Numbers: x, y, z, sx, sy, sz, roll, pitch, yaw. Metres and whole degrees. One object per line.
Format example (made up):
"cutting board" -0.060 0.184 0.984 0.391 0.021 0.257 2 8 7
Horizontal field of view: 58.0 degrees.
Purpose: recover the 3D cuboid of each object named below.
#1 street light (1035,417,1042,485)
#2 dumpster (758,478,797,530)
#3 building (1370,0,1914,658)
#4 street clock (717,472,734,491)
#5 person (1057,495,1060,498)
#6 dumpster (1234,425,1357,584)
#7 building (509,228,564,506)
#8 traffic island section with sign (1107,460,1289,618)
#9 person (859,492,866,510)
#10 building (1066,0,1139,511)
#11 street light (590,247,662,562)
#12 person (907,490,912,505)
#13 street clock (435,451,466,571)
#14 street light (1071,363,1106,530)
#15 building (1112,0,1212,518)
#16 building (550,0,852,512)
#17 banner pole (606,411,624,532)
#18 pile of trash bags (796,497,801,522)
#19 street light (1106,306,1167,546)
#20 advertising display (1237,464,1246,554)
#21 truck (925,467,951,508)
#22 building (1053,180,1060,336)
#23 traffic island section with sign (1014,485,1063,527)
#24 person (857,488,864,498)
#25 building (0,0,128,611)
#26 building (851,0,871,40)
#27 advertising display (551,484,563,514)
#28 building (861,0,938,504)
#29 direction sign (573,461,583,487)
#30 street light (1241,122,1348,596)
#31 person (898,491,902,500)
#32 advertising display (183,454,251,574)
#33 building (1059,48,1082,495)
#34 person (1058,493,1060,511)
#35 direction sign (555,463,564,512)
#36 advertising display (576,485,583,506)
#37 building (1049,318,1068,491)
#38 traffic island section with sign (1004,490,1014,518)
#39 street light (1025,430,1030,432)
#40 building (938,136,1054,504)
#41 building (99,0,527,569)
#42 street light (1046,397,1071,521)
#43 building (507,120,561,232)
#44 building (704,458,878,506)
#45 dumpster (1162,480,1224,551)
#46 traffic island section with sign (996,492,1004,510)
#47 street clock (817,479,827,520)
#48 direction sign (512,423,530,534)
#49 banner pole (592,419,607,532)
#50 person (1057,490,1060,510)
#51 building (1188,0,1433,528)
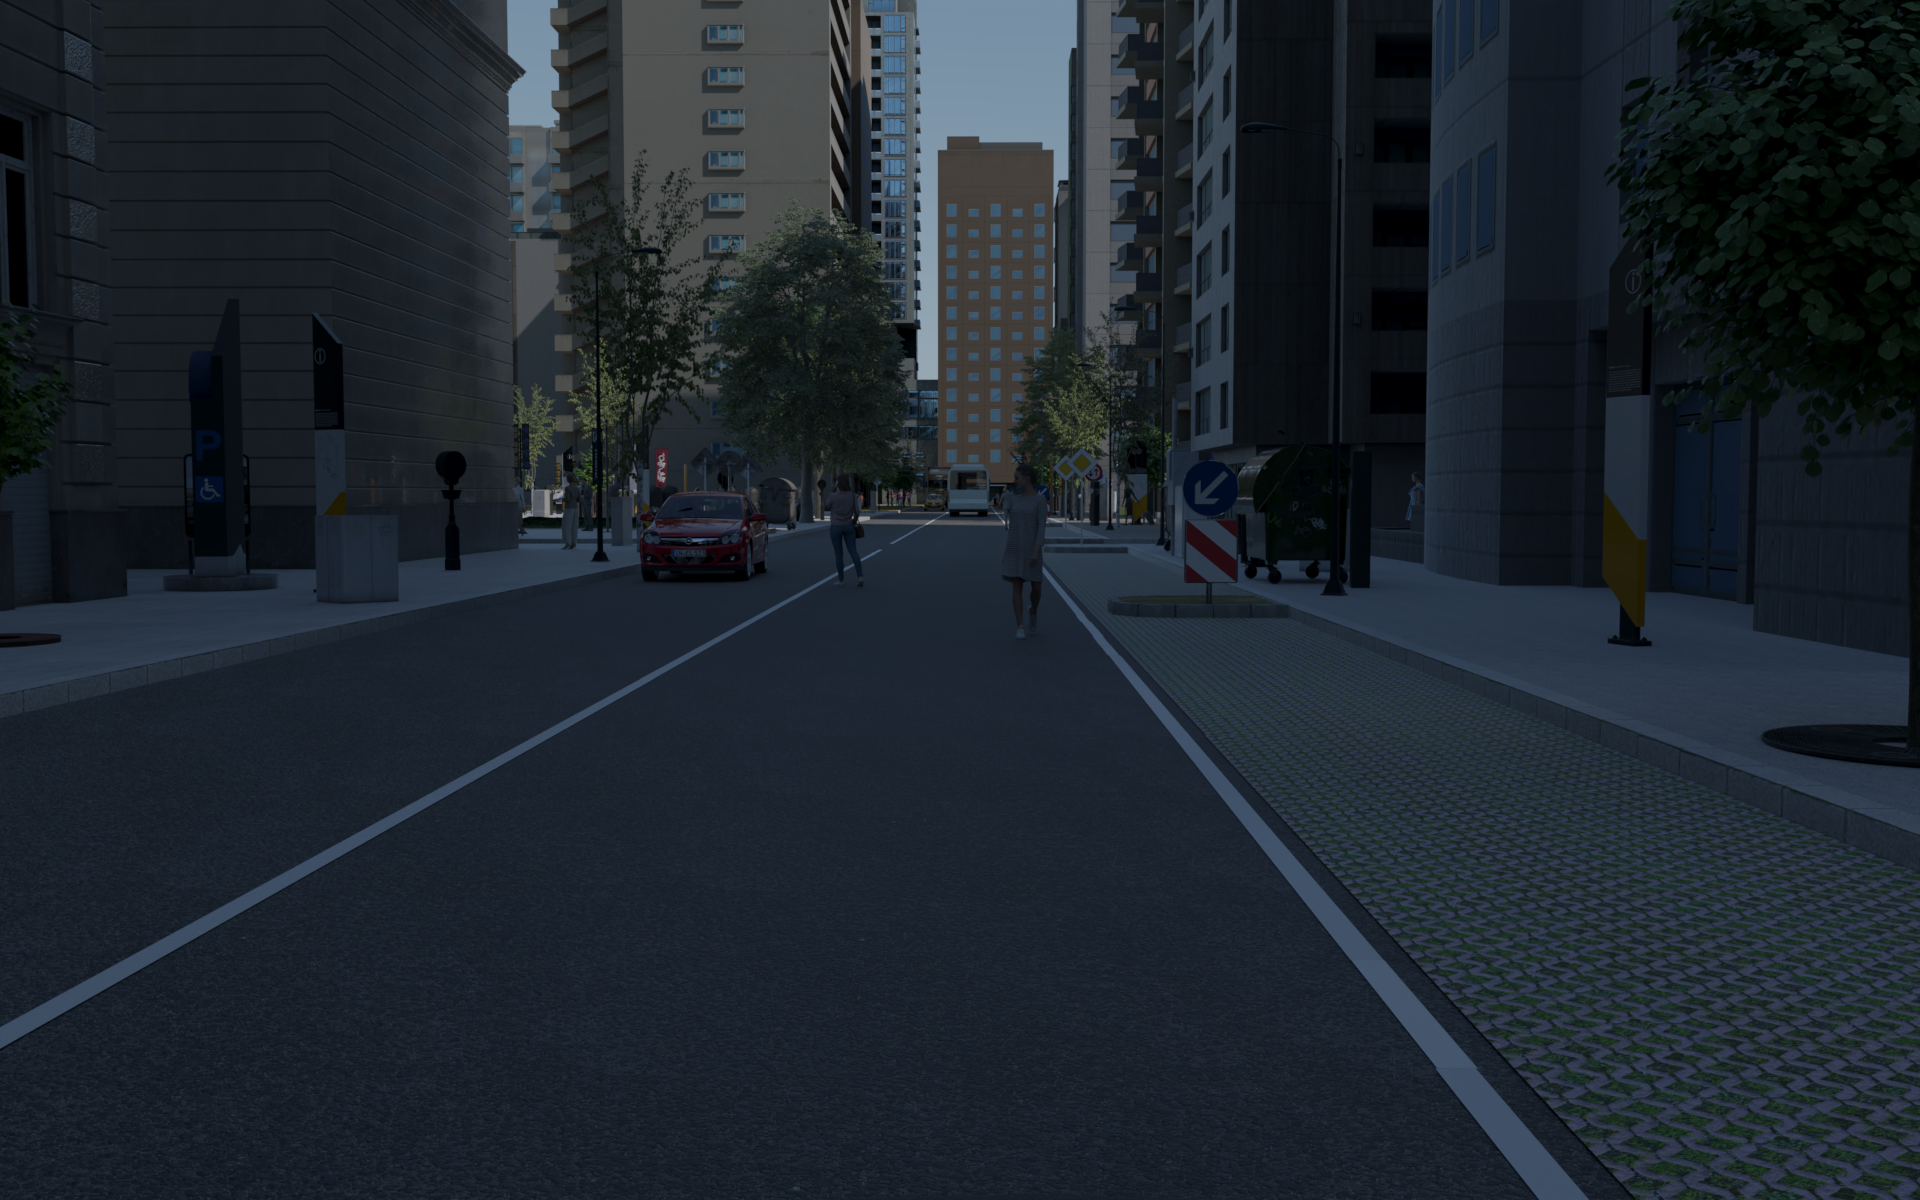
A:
"street light" 5.210 -8.099 104.959 1.470 5.913 1.316 0 4 1
"dumpster" -6.532 -3.432 61.866 1.264 1.857 1.865 0 4 1
"building" 18.051 -29.500 24.323 21.231 58.520 28.212 0 4 1
"street clock" -7.250 -2.997 53.577 0.471 2.002 0.358 2 4 30
"person" 8.060 -7.824 134.671 1.217 1.736 0.721 2 4 31
"dumpster" 4.898 -1.400 25.387 1.502 2.255 1.985 0 4 1
"building" -44.603 -25.716 192.165 14.107 30.474 14.160 0 4 1
"traffic island section with sign" 2.805 -0.747 20.836 1.989 1.847 2.006 0 4 1
"person" -7.865 -7.909 138.614 0.557 1.426 1.065 2 4 26
"building" 19.903 -36.589 140.223 21.231 58.520 28.212 0 4 1
"street light" -6.297 -3.682 32.740 1.470 5.913 1.316 0 4 1
"person" -5.897 -11.655 197.287 0.721 1.739 1.217 3 4 39
"street clock" -8.539 -1.500 29.098 0.358 2.002 0.471 2 4 35
"street light" 4.802 -5.444 61.545 1.470 5.913 1.316 0 4 1
"building" 20.338 -27.127 98.153 22.147 44.769 28.867 0 4 1
"building" -19.966 -31.363 136.488 21.300 48.544 21.600 0 4 1
"banner pole" -10.207 -3.795 52.058 0.401 3.779 0.863 0 4 5
"pile of trash bags" -8.391 -4.400 81.697 1.912 1.369 3.447 -1 4 -22
"street light" 4.491 -4.305 42.922 1.470 5.913 1.316 0 4 1
"advertising display" 6.041 -1.955 37.170 0.123 1.923 0.974 1 4 13
"truck" -2.043 -11.699 180.189 2.839 4.237 11.283 0 4 0
"building" 19.050 -32.698 218.206 14.086 41.232 14.154 0 4 1
"traffic island section with sign" 3.464 -4.099 75.647 1.989 1.847 2.006 0 4 1
"person" -8.544 -8.683 148.097 0.705 1.814 1.350 1 4 20
"building" -16.230 -12.943 8.877 12.463 27.353 25.104 0 4 1
"building" -15.232 -30.879 154.978 14.600 45.320 14.200 0 4 1
"advertising display" -25.403 -6.390 109.696 0.974 1.923 0.123 0 4 -7
"building" -18.100 -55.665 222.800 31.000 86.520 22.319 0 4 1
"direction sign" -26.125 -7.729 118.370 0.379 3.537 0.876 3 5 42
"street light" 4.208 -3.014 21.820 1.470 5.913 1.316 0 4 1
"person" -6.734 -11.514 194.972 1.217 1.739 0.721 -1 4 -20
"advertising display" -11.906 -1.381 27.789 0.974 1.923 0.123 -1 4 -20
"building" 17.050 -29.294 162.551 14.154 41.232 14.086 0 4 1
"person" 7.836 -7.703 132.443 0.683 1.767 0.568 0 4 4
"direction sign" -28.877 -8.172 125.604 0.876 3.537 0.379 0 4 -5
"advertising display" -27.175 -7.258 123.882 0.974 1.923 0.123 0 4 -4
"building" 23.882 -20.764 184.524 27.650 21.520 28.899 0 4 1
"traffic island section with sign" 3.787 -5.748 102.600 1.989 1.847 2.006 0 4 1
"street light" 5.406 -9.390 126.061 1.470 5.913 1.316 0 4 1
"building" 4.451 -34.845 219.829 14.200 45.320 14.600 0 4 1
"building" -22.601 -14.514 34.575 25.104 27.353 12.463 0 4 1
"street light" 4.815 -6.757 83.023 1.470 5.913 1.316 0 4 1
"building" -48.824 -36.995 224.479 30.456 49.044 23.786 0 4 1
"building" -22.833 -32.594 187.534 28.867 44.769 22.147 0 4 1
"dumpster" 5.169 -1.984 38.203 1.264 1.857 1.865 0 4 1
"traffic island section with sign" 4.393 -8.859 153.466 1.989 1.847 2.006 0 4 1
"street clock" -6.735 -4.902 84.722 0.471 2.002 0.358 0 4 2
"direction sign" -14.120 -3.896 55.697 0.876 3.537 0.379 3 4 38
"banner pole" -11.960 -4.145 57.793 0.401 3.779 0.863 3 5 39
"person" 8.116 -8.184 140.580 0.721 1.736 1.217 -1 4 -23
"building" 15.569 -17.529 58.299 14.107 30.474 14.160 0 4 1
